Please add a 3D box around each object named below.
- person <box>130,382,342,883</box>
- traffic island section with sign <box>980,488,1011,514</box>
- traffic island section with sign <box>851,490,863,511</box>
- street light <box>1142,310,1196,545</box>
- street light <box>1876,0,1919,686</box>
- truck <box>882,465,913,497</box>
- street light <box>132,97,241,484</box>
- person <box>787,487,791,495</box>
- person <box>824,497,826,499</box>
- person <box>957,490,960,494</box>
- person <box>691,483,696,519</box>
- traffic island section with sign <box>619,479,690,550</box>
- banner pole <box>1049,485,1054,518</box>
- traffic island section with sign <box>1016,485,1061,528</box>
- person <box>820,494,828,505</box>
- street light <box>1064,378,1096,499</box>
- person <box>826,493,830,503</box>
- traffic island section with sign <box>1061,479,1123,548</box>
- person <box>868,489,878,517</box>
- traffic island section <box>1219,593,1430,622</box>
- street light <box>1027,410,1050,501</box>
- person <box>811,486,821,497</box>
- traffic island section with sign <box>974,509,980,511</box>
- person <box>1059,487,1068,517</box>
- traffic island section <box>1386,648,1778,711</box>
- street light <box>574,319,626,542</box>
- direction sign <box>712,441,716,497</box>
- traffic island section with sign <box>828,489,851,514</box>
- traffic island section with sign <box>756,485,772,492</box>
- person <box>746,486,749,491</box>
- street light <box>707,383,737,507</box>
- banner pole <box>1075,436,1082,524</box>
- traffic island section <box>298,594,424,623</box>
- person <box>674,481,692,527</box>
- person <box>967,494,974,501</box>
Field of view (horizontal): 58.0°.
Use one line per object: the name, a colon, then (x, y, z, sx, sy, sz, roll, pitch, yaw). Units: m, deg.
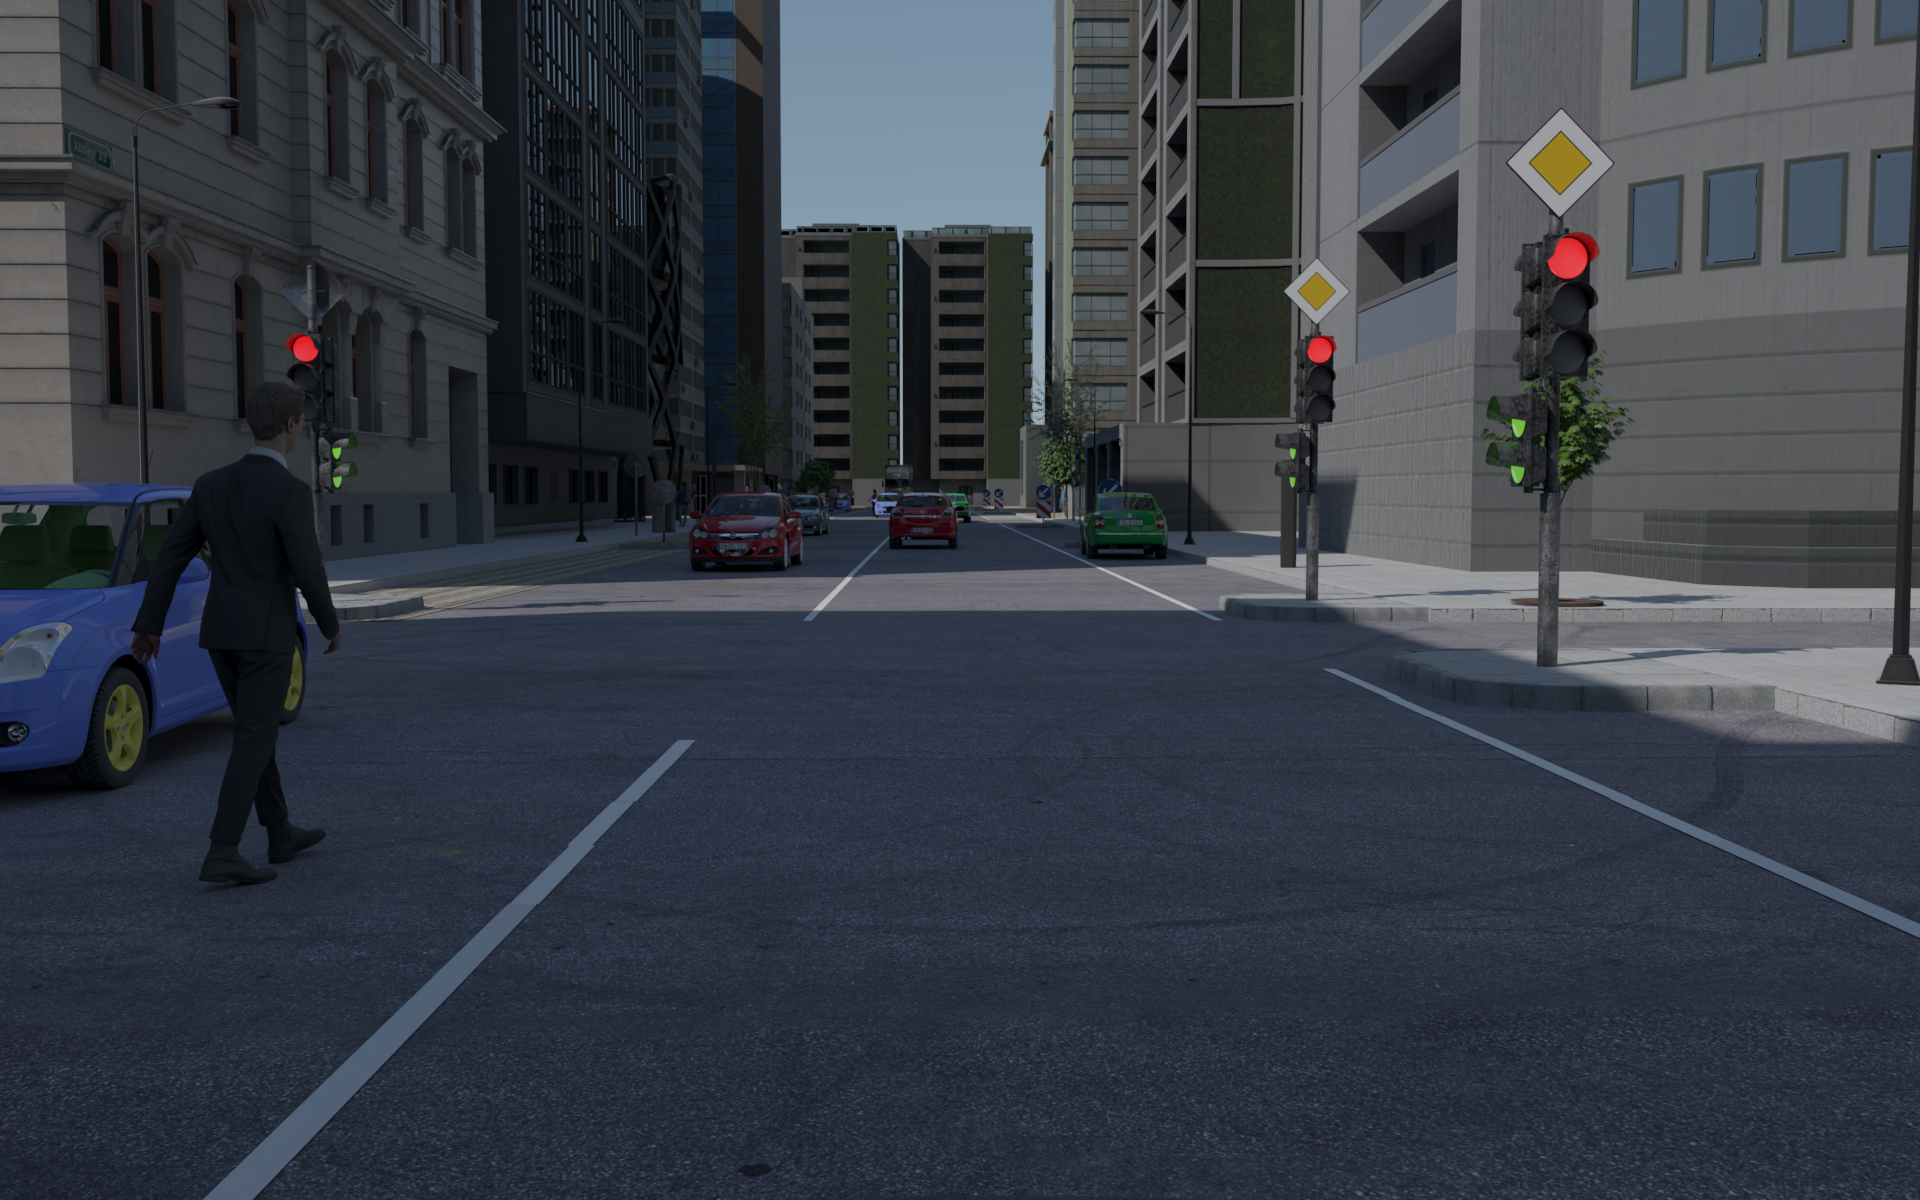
person: (-2.616, 0.106, 6.537, 0.659, 1.850, 0.755, 1, 4, 23)
traffic island section with sign: (2.615, -6.984, 122.809, 1.989, 1.847, 2.006, 0, 4, -1)
traffic island section with sign: (-9.469, -8.721, 151.222, 1.989, 1.847, 2.006, 0, 4, -1)
street light: (5.290, -4.360, 43.820, 1.470, 5.913, 1.316, 0, 4, -1)
street light: (5.835, -2.387, 11.568, 1.470, 5.913, 1.316, 0, 4, -1)
truck: (-5.934, -10.927, 167.564, 2.839, 4.237, 11.283, 0, 3, 0)
street light: (-9.117, -2.929, 20.427, 1.470, 5.913, 1.316, 0, 4, -1)
person: (-12.471, -7.398, 127.009, 0.705, 1.823, 1.348, -1, 4, -23)
person: (-12.232, -9.336, 161.940, 1.065, 1.426, 0.557, 0, 4, 6)
person: (-0.182, -9.902, 170.482, 1.350, 1.814, 0.705, -1, 4, -12)
person: (-13.525, -5.070, 88.749, 0.655, 1.846, 0.447, 2, 4, 34)
traffic island section with sign: (-7.758, -2.243, 45.299, 1.989, 1.847, 2.006, 0, 4, -1)
banner pole: (4.943, -6.357, 93.950, 0.401, 3.779, 0.863, -1, 4, -11)
traffic island section with sign: (3.407, -3.994, 73.924, 1.989, 1.847, 2.006, 0, 4, -1)
person: (-8.538, -5.765, 105.973, 0.991, 1.433, 0.599, -2, 4, -30)
street light: (4.862, -5.931, 69.519, 1.470, 5.913, 1.316, 0, 4, -1)
person: (-11.664, -9.131, 155.859, 0.750, 1.759, 0.617, -1, 4, -11)
traffic island section with sign: (3.849, -2.315, 46.485, 1.989, 1.847, 2.006, 0, 4, -1)
person: (-5.461, -6.109, 109.069, 0.721, 1.739, 1.217, -2, 4, -32)
traffic island section: (4.264, 0.086, 20.882, 2.009, 0.180, 2.903, 0, 4, -1)
street light: (4.386, -7.547, 95.926, 1.470, 5.913, 1.316, 0, 4, -1)
person: (-6.616, -4.377, 80.254, 0.709, 1.800, 0.728, -2, 4, -30)
traffic island section with sign: (2.185, -8.636, 149.818, 1.989, 1.847, 2.006, 0, 4, -1)
person: (5.742, -5.449, 95.478, 0.444, 1.785, 0.601, -1, 4, -16)
traffic island section: (4.394, 0.574, 12.898, 2.009, 0.180, 2.903, 0, 4, -1)
street light: (-9.577, -4.501, 46.125, 1.470, 5.913, 1.316, 0, 4, -1)
direction sign: (-10.471, -5.004, 73.817, 0.379, 3.537, 0.876, 0, 4, 2)
traffic island section with sign: (-9.030, -7.059, 124.036, 1.989, 1.847, 2.006, 0, 4, -1)
traffic island section with sign: (-8.180, -3.909, 72.535, 1.989, 1.847, 2.006, 0, 4, -1)
person: (-12.073, -5.600, 98.383, 1.217, 1.735, 0.721, 0, 4, 4)
street light: (-9.970, -6.097, 72.235, 1.470, 5.913, 1.316, 0, 4, -1)
banner pole: (5.110, -5.185, 74.789, 0.401, 3.779, 0.863, -1, 4, -16)
traffic island section: (-7.676, 0.097, 20.694, 2.009, 0.180, 2.903, 0, 4, -1)
person: (-10.813, -3.751, 67.718, 0.623, 1.781, 0.721, -2, 4, -32)
person: (0.901, -9.654, 169.539, 0.799, 1.438, 0.628, -3, 5, -42)
